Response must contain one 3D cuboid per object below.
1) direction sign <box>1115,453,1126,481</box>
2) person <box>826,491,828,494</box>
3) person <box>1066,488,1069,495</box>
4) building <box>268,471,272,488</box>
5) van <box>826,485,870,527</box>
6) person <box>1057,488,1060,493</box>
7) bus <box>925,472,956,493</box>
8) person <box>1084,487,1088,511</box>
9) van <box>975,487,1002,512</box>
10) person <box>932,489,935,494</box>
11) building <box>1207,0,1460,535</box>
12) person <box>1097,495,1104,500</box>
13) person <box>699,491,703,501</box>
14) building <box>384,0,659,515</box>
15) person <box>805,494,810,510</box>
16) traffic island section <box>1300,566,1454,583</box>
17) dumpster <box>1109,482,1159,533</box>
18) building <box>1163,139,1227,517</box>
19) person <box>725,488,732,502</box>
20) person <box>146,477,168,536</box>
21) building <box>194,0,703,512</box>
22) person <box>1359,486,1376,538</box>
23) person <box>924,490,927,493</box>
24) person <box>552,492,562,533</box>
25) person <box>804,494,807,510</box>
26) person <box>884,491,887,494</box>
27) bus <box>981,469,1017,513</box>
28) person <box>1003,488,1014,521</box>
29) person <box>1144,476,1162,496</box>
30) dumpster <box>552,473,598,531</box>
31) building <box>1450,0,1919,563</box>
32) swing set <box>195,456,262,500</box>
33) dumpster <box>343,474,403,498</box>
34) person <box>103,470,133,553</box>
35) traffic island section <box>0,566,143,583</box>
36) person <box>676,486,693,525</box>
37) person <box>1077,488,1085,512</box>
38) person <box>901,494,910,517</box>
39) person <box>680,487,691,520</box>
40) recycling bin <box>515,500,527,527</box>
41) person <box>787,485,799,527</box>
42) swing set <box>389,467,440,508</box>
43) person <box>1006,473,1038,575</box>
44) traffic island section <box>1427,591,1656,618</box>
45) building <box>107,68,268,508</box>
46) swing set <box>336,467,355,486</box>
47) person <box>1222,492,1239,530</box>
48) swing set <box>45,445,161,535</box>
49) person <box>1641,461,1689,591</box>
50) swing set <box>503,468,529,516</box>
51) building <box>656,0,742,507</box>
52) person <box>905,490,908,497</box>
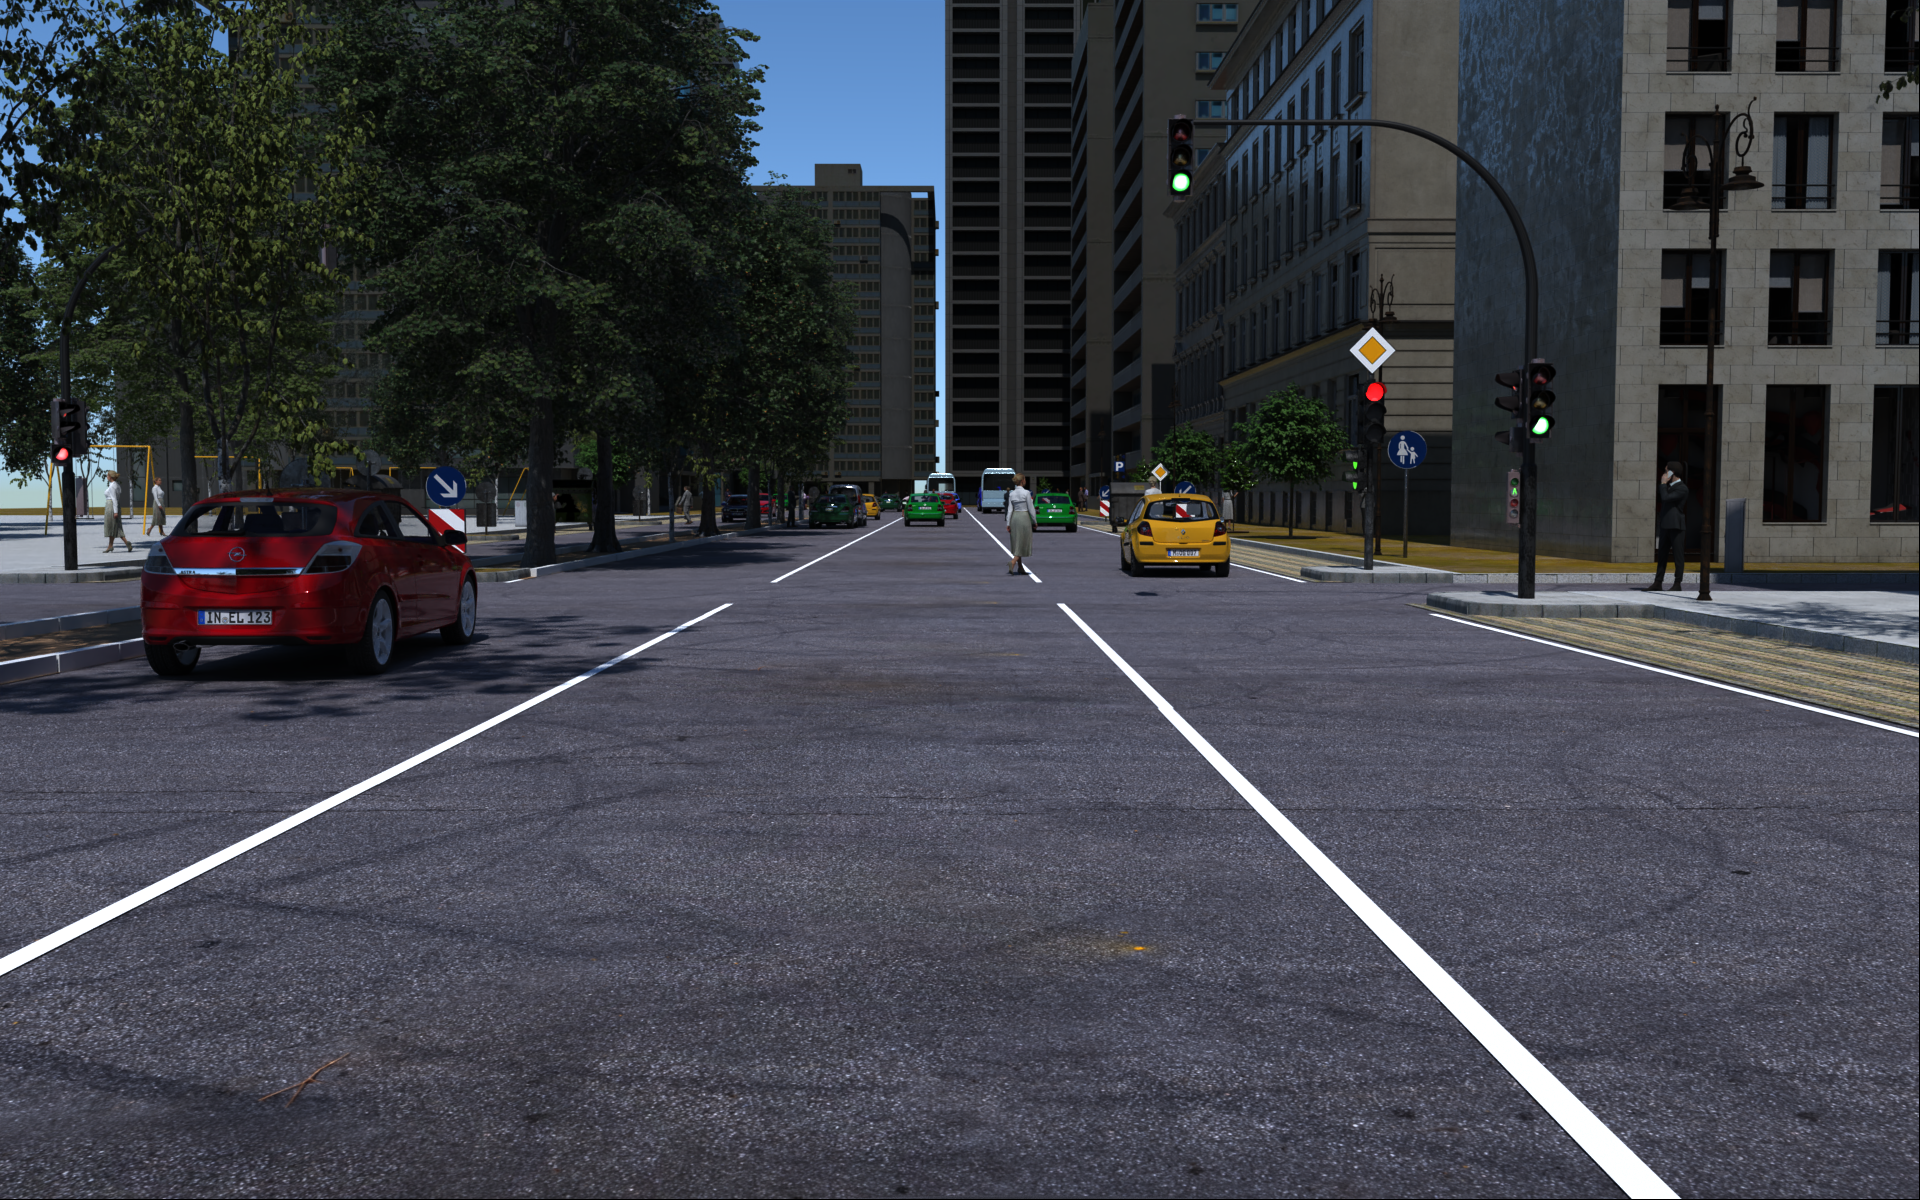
[{"bbox_3d":[8.879,-6.356,95.910,0.379,3.537,0.876,-2,4,-33],"label":"direction sign"},{"bbox_3d":[-11.143,-8.249,144.047,0.721,1.739,1.217,-2,4,-34],"label":"person"},{"bbox_3d":[10.260,-9.722,165.007,0.705,1.824,1.348,0,4,-7],"label":"person"},{"bbox_3d":[-59.006,-24.415,170.882,14.107,30.474,14.160,0,4,0],"label":"building"},{"bbox_3d":[-5.094,-4.329,77.796,2.013,2.044,4.112,0,4,0],"label":"van"},{"bbox_3d":[8.337,-8.643,147.375,0.705,1.821,1.348,0,4,3],"label":"person"},{"bbox_3d":[-1.810,-10.270,162.771,2.948,3.499,13.247,0,4,-1],"label":"bus"},{"bbox_3d":[9.278,-7.550,129.350,0.599,1.838,0.709,0,4,-2],"label":"person"},{"bbox_3d":[2.442,-8.517,143.630,2.240,2.365,5.245,0,4,-2],"label":"van"},{"bbox_3d":[-1.938,-7.268,127.461,1.348,1.807,0.705,-1,4,-14],"label":"person"},{"bbox_3d":[19.878,-14.351,67.923,16.112,22.955,30.059,0,4,0],"label":"building"},{"bbox_3d":[9.886,-6.775,117.533,1.217,1.743,0.721,-1,4,-11],"label":"person"},{"bbox_3d":[-21.948,-8.714,148.507,1.348,1.826,0.705,0,4,-2],"label":"person"},{"bbox_3d":[-27.669,-26.144,111.041,14.154,41.232,14.086,0,4,0],"label":"building"},{"bbox_3d":[-14.023,-8.986,158.660,0.421,1.427,0.697,3,5,40],"label":"person"},{"bbox_3d":[6.937,-0.431,29.321,2.009,0.180,2.903,0,4,0],"label":"traffic island section"},{"bbox_3d":[6.411,-3.409,63.950,1.865,1.857,1.264,0,4,0],"label":"dumpster"},{"bbox_3d":[18.028,-15.770,93.996,11.583,22.565,21.152,0,4,0],"label":"building"},{"bbox_3d":[-18.668,-8.168,140.031,0.683,1.767,0.568,-2,4,-32],"label":"person"},{"bbox_3d":[-24.370,-2.828,52.505,0.641,1.798,0.478,0,4,6],"label":"person"},{"bbox_3d":[-36.560,-26.827,130.495,32.217,40.220,23.993,0,4,0],"label":"building"},{"bbox_3d":[11.968,-2.724,50.768,0.592,1.802,0.473,0,4,1],"label":"person"},{"bbox_3d":[-2.560,-7.304,128.595,0.621,1.740,0.551,1,4,11],"label":"person"},{"bbox_3d":[-14.879,-3.324,63.204,0.716,1.782,0.532,0,4,1],"label":"person"},{"bbox_3d":[-13.906,-8.827,153.754,0.436,1.711,0.756,2,4,31],"label":"person"},{"bbox_3d":[-7.293,-9.781,168.864,0.683,1.767,0.568,0,4,6],"label":"person"},{"bbox_3d":[2.996,-8.355,131.460,2.948,3.499,13.247,0,4,2],"label":"bus"},{"bbox_3d":[2.580,-5.075,91.901,0.576,1.772,0.534,0,4,-2],"label":"person"},{"bbox_3d":[4.448,-1.910,39.607,0.818,1.842,0.514,2,4,30],"label":"person"},{"bbox_3d":[-15.097,-3.816,67.349,1.985,2.255,1.502,0,4,-1],"label":"dumpster"},{"bbox_3d":[20.500,-11.137,36.837,16.860,20.320,10.420,0,4,0],"label":"building"},{"bbox_3d":[-30.453,-4.546,71.940,3.119,2.851,2.862,-1,4,-19],"label":"swing set"},{"bbox_3d":[-17.137,-2.739,50.539,1.264,1.857,1.865,0,4,0],"label":"dumpster"},{"bbox_3d":[-18.445,-1.934,37.883,0.641,1.798,0.478,0,4,3],"label":"person"},{"bbox_3d":[-15.004,-0.423,29.201,2.009,0.180,2.903,0,4,0],"label":"traffic island section"},{"bbox_3d":[-12.906,-4.468,81.674,0.853,1.813,0.709,2,4,24],"label":"person"},{"bbox_3d":[8.836,-7.303,126.006,0.434,1.755,0.990,-2,4,-28],"label":"person"},{"bbox_3d":[-3.253,-5.791,106.373,0.628,1.438,0.799,2,4,26],"label":"person"},{"bbox_3d":[-15.214,-5.415,96.818,0.659,1.850,0.755,2,4,30],"label":"person"},{"bbox_3d":[-17.031,-3.403,68.190,0.722,1.027,0.722,1,4,19],"label":"recycling bin"},{"bbox_3d":[-7.171,-4.029,74.542,0.590,1.801,0.661,0,4,-4],"label":"person"},{"bbox_3d":[-31.843,-6.367,101.717,3.119,2.851,2.862,-1,4,-20],"label":"swing set"},{"bbox_3d":[1.036,-1.331,30.491,0.641,1.798,0.478,-3,5,-44],"label":"person"},{"bbox_3d":[6.983,0.058,21.336,2.009,0.180,2.903,0,4,0],"label":"traffic island section"},{"bbox_3d":[-73.100,-29.747,169.950,14.086,41.232,14.154,0,4,0],"label":"building"},{"bbox_3d":[-37.082,-6.334,101.178,3.119,2.851,2.862,-2,4,-35],"label":"swing set"},{"bbox_3d":[9.532,-3.338,61.189,0.524,1.755,0.480,-3,5,-42],"label":"person"},{"bbox_3d":[-27.441,-3.555,55.748,3.119,2.851,2.862,-1,4,-15],"label":"swing set"},{"bbox_3d":[10.270,-1.056,25.135,0.474,1.900,0.648,0,4,-6],"label":"person"},{"bbox_3d":[-25.187,-6.387,102.052,2.862,2.851,3.119,-2,4,-27],"label":"swing set"},{"bbox_3d":[-36.639,-33.341,164.740,30.456,49.044,23.786,0,4,0],"label":"building"},{"bbox_3d":[-5.532,-10.404,178.230,0.705,1.869,1.348,0,4,1],"label":"person"}]
